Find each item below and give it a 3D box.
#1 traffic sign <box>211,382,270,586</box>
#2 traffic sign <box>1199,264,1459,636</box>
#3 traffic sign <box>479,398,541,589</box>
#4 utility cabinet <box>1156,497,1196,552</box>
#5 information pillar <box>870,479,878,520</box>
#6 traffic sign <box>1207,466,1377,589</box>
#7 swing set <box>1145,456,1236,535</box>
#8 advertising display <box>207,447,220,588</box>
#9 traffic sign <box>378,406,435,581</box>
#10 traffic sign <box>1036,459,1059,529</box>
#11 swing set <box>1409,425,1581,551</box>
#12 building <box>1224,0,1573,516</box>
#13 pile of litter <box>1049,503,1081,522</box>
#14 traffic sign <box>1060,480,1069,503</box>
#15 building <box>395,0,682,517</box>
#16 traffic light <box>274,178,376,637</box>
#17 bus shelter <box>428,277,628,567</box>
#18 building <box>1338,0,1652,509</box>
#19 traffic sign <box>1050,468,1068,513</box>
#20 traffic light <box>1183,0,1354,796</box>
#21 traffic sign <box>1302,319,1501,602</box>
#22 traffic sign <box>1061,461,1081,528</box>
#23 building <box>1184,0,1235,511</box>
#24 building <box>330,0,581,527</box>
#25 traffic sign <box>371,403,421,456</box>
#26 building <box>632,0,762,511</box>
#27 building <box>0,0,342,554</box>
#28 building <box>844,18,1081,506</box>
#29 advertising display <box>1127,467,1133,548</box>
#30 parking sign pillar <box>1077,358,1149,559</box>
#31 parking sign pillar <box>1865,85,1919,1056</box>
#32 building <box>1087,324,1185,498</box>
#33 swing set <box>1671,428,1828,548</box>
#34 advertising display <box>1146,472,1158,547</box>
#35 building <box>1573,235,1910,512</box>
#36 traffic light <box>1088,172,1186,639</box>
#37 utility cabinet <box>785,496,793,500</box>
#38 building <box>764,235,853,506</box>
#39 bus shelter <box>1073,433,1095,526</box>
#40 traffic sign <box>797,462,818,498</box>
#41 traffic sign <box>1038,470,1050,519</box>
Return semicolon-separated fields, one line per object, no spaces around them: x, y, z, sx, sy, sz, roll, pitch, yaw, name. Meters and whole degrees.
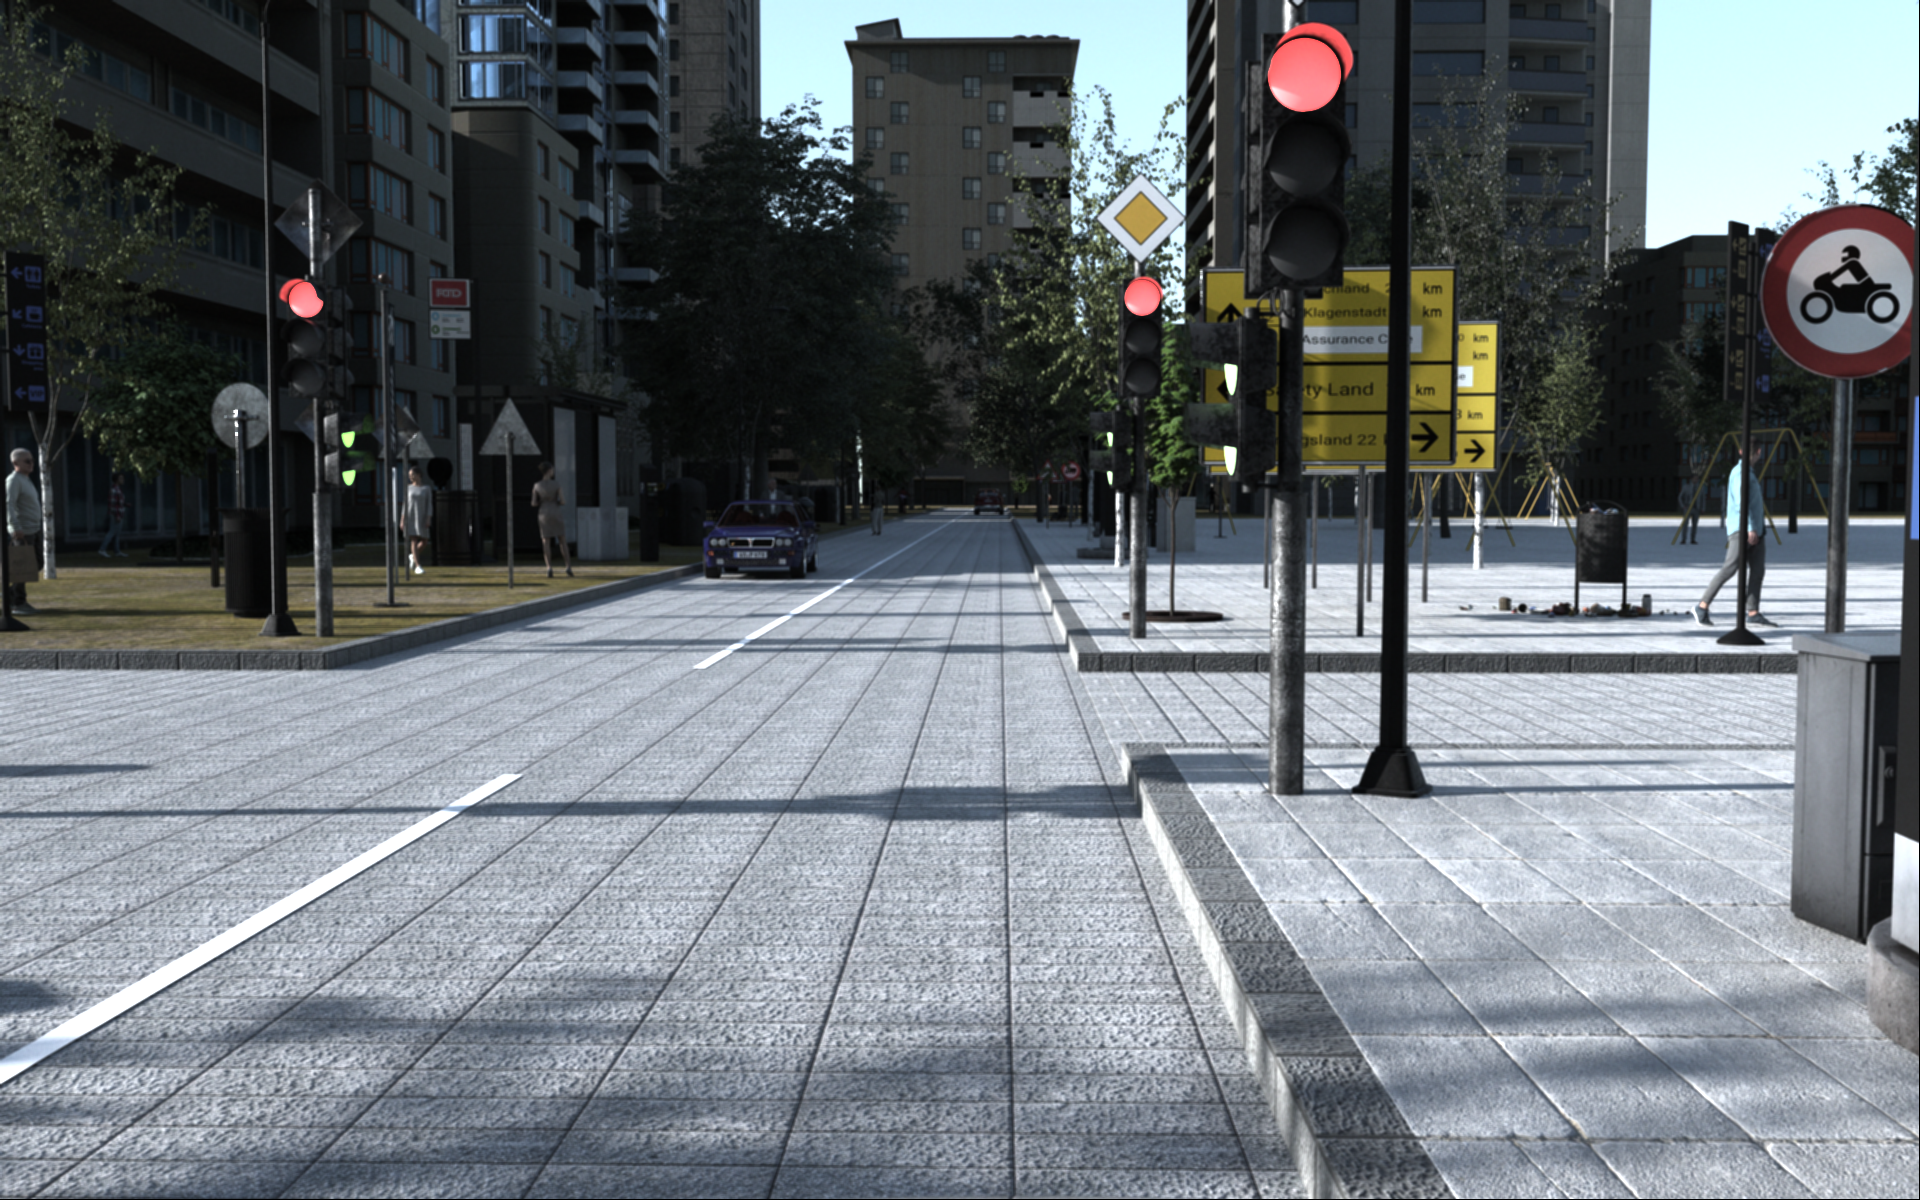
-8.206;-1.203;19.770;0.768;2.556;0.104;1;4;11;traffic sign
3.286;-1.325;15.533;2.265;3.308;0.079;0;4;5;traffic sign
-6.089;-1.432;23.423;0.884;2.594;0.081;1;4;9;traffic sign
4.796;-1.670;38.469;1.020;1.237;0.306;-3;5;-42;utility cabinet
-4.183;-4.875;84.200;0.304;2.012;0.304;1;4;17;information pillar
4.489;-1.808;23.435;2.265;3.308;0.079;0;4;6;traffic sign
6.819;-3.499;54.831;2.862;2.851;3.119;-3;5;-40;swing set
-10.402;-1.158;24.151;0.123;1.923;0.974;-1;4;-22;advertising display
-8.162;-1.561;25.521;0.884;2.594;0.081;1;4;8;traffic sign
3.228;-3.897;63.717;0.884;2.594;0.081;0;4;5;traffic sign
12.599;-2.638;40.759;2.862;2.851;3.119;-1;4;-12;swing set
28.927;-35.065;115.312;21.231;58.520;28.212;0;4;1;building
4.913;-4.088;80.796;1.719;0.858;1.176;0;4;4;pile of litter
5.286;-5.400;88.398;0.768;2.556;0.104;1;4;9;traffic sign
-29.309;-48.484;105.387;22.319;86.520;31.000;0;4;1;building
-5.695;-1.623;15.459;0.839;4.253;0.868;0;4;1;traffic light
-8.692;-3.498;34.829;2.179;5.291;8.768;0;4;1;bus shelter
59.905;-40.045;196.738;28.212;58.520;21.231;0;4;1;building
4.821;-5.176;84.629;0.884;2.594;0.081;1;4;9;traffic sign
1.382;-1.126;7.326;0.839;4.253;0.868;0;4;1;traffic light
5.184;-1.625;20.449;2.265;3.308;0.079;1;4;8;traffic sign
4.219;-4.033;66.038;0.768;2.556;0.104;0;4;7;traffic sign
30.087;-31.614;140.587;21.300;48.544;21.600;0;4;1;building
-33.290;-13.956;73.215;27.650;21.520;28.899;0;4;1;building
-8.036;-1.523;24.627;0.795;2.593;0.064;1;4;9;traffic sign
-27.692;-43.038;141.920;20.611;71.187;20.563;0;4;1;building
-29.018;-25.406;39.097;21.300;48.544;21.600;0;4;1;building
1.617;-37.429;201.208;27.495;52.752;28.713;0;4;1;building
3.545;-1.886;36.053;0.123;1.923;0.974;0;4;7;advertising display
3.063;-2.823;34.636;1.447;3.967;1.447;0;4;0;parking sign pillar
2.904;-0.942;3.876;1.447;3.967;1.447;0;4;5;parking sign pillar
29.800;-21.785;201.217;28.899;21.520;27.650;0;4;1;building
19.529;-2.753;42.624;2.862;2.851;3.119;0;4;-3;swing set
4.654;-2.251;42.009;0.123;1.923;0.974;0;4;-5;advertising display
66.297;-17.873;137.260;28.899;21.520;27.650;0;4;1;building
1.564;-1.614;15.309;0.839;4.253;0.868;0;4;1;traffic light
-7.021;-3.599;70.006;0.306;1.237;1.020;-1;4;-18;utility cabinet
-19.339;-25.910;195.326;14.107;30.474;14.160;0;4;1;building
5.548;-4.817;70.035;1.731;3.624;6.357;0;4;1;bus shelter
-6.185;-4.297;70.267;0.884;2.594;0.081;0;4;2;traffic sign
4.239;-5.398;88.361;0.768;2.556;0.104;0;4;5;traffic sign
